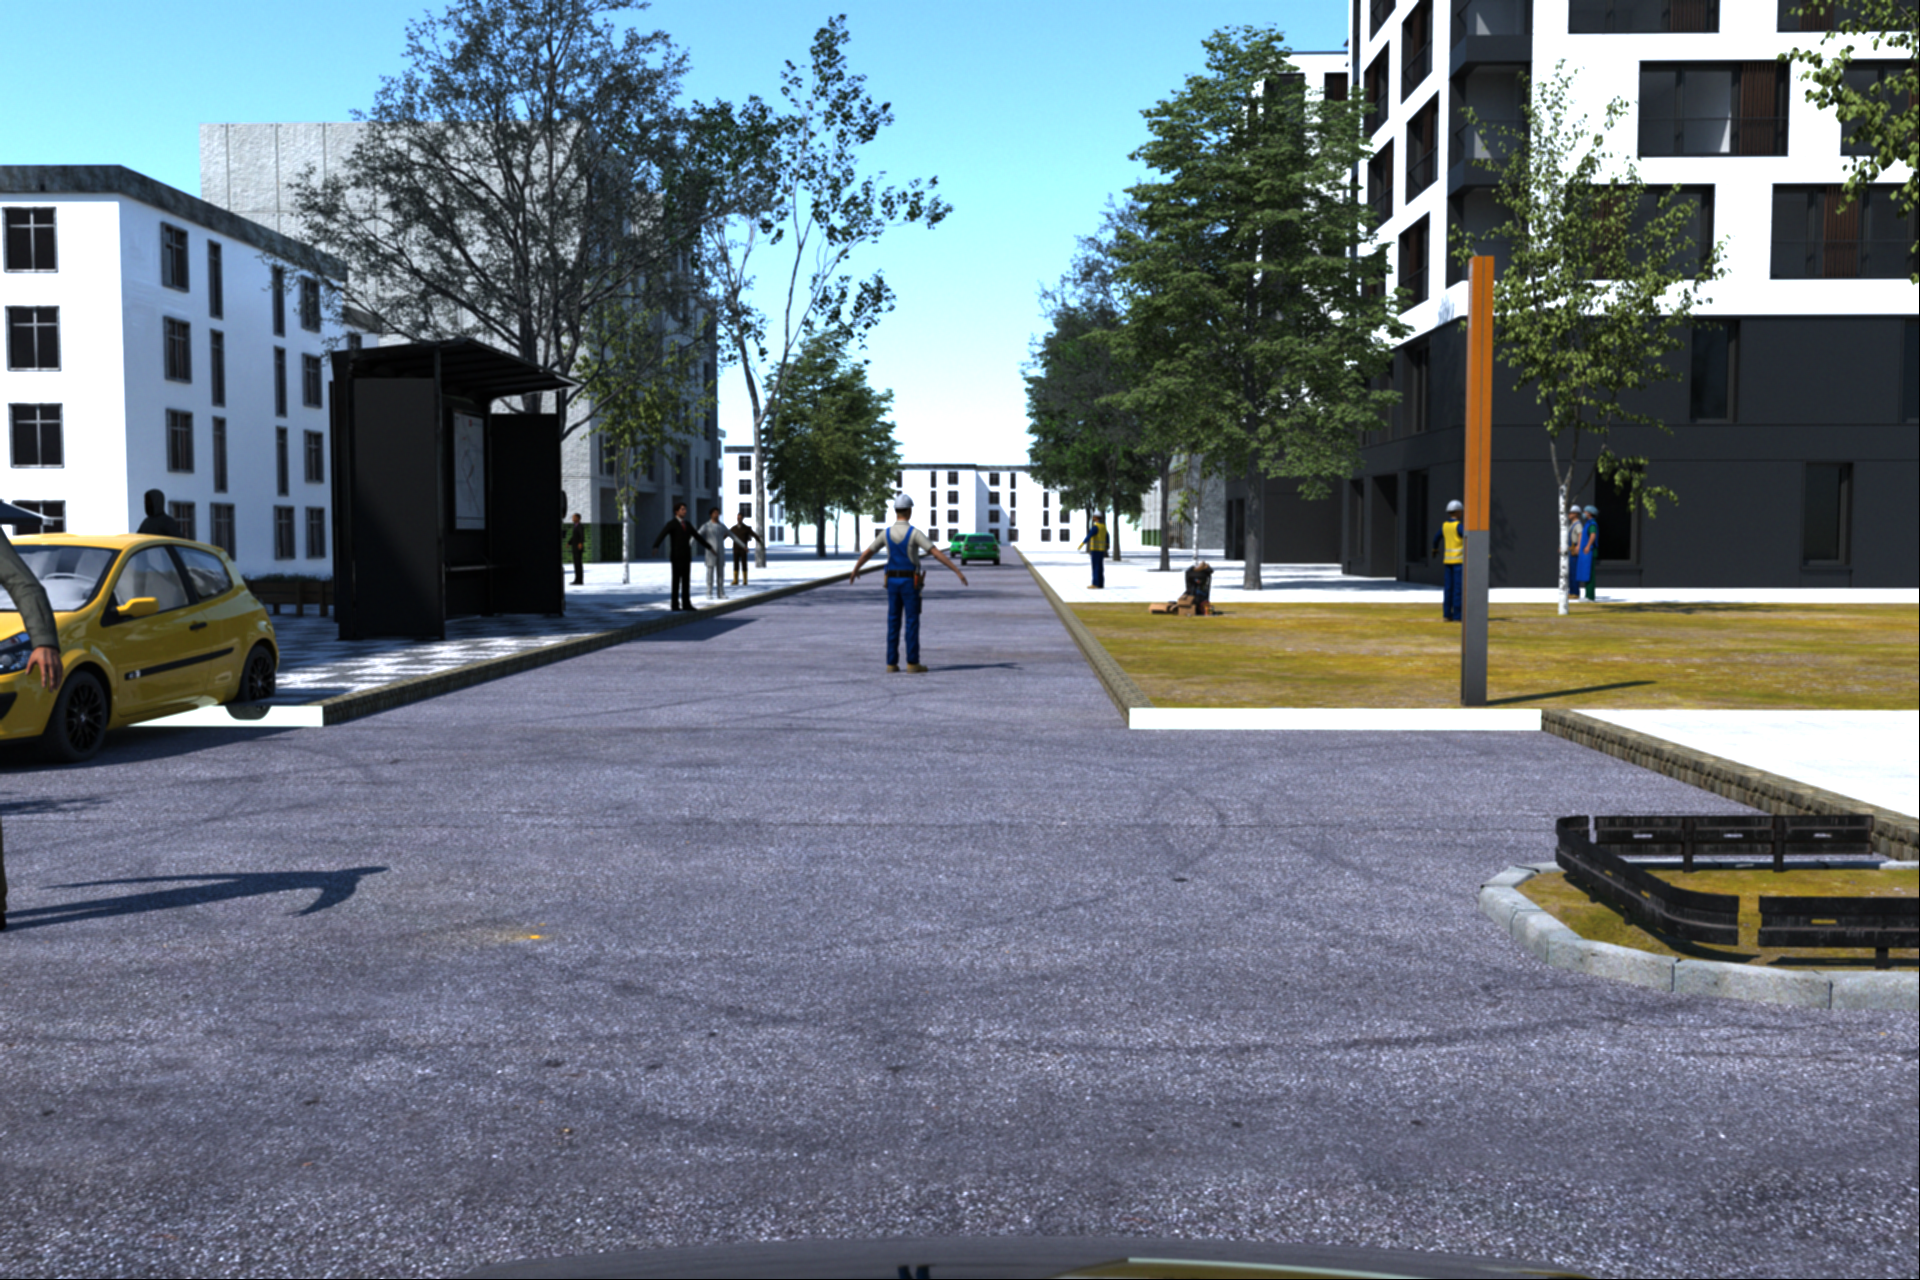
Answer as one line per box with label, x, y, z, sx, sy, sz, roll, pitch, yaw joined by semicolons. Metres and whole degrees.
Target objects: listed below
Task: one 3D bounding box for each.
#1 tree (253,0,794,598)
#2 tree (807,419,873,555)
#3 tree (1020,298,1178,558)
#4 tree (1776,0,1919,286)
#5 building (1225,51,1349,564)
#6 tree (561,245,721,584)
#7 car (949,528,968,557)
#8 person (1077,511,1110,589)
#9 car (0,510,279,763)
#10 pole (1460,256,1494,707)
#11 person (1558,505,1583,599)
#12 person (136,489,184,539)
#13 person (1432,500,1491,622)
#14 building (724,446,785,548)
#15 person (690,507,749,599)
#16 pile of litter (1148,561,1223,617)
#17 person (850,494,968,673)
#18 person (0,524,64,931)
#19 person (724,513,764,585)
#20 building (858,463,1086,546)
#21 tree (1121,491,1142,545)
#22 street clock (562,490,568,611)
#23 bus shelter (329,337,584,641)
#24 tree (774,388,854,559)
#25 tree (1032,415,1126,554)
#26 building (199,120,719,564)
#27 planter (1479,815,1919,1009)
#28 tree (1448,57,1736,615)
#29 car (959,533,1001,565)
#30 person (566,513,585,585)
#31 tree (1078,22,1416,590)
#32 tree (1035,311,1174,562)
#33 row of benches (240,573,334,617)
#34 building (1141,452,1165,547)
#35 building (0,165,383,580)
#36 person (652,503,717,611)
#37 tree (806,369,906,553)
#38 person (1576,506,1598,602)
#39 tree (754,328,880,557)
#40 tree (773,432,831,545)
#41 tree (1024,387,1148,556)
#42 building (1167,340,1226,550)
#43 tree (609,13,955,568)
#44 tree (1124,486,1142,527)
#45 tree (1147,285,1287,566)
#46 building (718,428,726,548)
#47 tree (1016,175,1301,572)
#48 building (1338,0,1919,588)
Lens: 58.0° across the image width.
tree;-8.422;-7.595;34.544;12.009;13.543;11.850;0;3;0
tree;-7.588;-9.431;104.565;4.360;8.622;3.978;0;3;0
tree;7.667;-11.379;92.701;9.857;13.997;8.962;0;3;0
tree;9.675;-4.003;15.804;4.737;8.622;4.395;0;3;0
building;27.499;-15.025;89.639;27.936;21.610;32.646;0;4;2
tree;-8.383;-5.753;44.423;4.737;8.622;4.395;0;3;0
car;0.314;-6.040;107.556;1.959;1.807;4.718;0;4;1
person;3.209;-2.126;40.731;0.705;1.833;1.349;3;4;36
car;-6.299;-0.113;12.068;2.015;1.641;3.980;0;4;2
pole;3.839;-1.163;12.855;0.158;3.312;0.155;0;3;0
person;12.058;-1.727;34.095;0.705;1.847;1.347;0;4;5
person;-9.568;-0.884;20.576;1.348;1.813;0.705;2;4;32
person;7.295;-1.152;25.297;0.721;1.772;1.216;-2;4;-24
building;-22.452;-14.467;178.678;9.099;9.664;28.070;0;4;1
person;-4.820;-1.712;34.184;1.347;1.806;0.705;-2;4;-30
pile of litter;3.603;-0.843;27.754;1.176;0.858;1.719;0;4;1
person;-0.573;-0.589;17.948;1.347;1.847;0.705;2;4;24
person;-3.652;0.155;6.202;1.348;1.796;0.705;2;4;23
person;-5.534;-2.288;43.548;1.346;1.812;0.704;1;4;12
building;1.326;-16.076;207.445;28.070;9.664;9.099;0;4;-7
tree;20.648;-15.538;204.414;4.737;8.622;4.395;0;3;0
street clock;-6.688;-1.481;28.783;0.358;2.002;0.471;0;4;2
bus shelter;-6.695;-1.989;23.801;1.731;3.624;6.357;0;4;1
tree;-7.253;-8.391;87.548;4.737;8.622;4.395;0;3;0
tree;8.436;-11.532;114.297;9.928;11.665;9.643;0;3;0
building;-23.723;-13.692;90.318;16.747;18.905;31.486;0;4;2
planter;2.963;0.914;6.200;1.991;0.319;1.994;0;4;2
tree;9.596;-4.693;27.096;4.737;8.622;4.395;0;3;0
car;0.940;-4.381;80.421;1.959;1.807;4.718;0;4;0
person;-9.684;-2.295;43.740;0.704;1.802;1.346;-2;4;-27
tree;6.462;-7.433;39.650;7.486;12.596;7.792;0;3;0
tree;7.240;-9.495;81.006;9.928;11.665;9.643;0;3;0
row of benches;-10.572;-0.730;27.405;4.104;0.672;1.422;1;4;22
building;28.789;-19.391;183.496;16.747;18.905;31.486;0;4;2
building;-23.417;-6.819;53.632;9.099;9.664;28.070;0;4;1
person;-4.640;-1.390;28.913;0.705;1.806;1.347;3;5;42
tree;-7.350;-12.331;119.739;7.486;12.596;7.792;0;3;0
person;11.838;-1.623;32.670;0.704;1.817;1.347;1;4;16
tree;-7.910;-10.856;95.620;7.486;12.596;7.792;0;3;0
tree;-19.793;-18.606;210.861;9.857;13.997;8.962;0;3;0
tree;7.728;-10.277;102.438;8.767;10.594;7.601;1;4;13
building;27.945;-19.519;150.066;19.493;23.208;18.063;0;4;2
tree;-6.862;-12.729;64.002;12.611;20.169;13.585;0;3;0
tree;23.141;-17.871;210.314;7.486;12.596;7.792;0;3;0
tree;6.807;-6.001;48.487;4.737;8.622;4.395;0;3;0
building;-23.507;-12.143;140.682;9.099;9.664;28.070;0;4;1
tree;6.986;-9.109;59.308;12.009;13.543;11.850;0;3;0
building;26.105;-12.985;56.285;27.936;21.610;32.646;0;4;1
